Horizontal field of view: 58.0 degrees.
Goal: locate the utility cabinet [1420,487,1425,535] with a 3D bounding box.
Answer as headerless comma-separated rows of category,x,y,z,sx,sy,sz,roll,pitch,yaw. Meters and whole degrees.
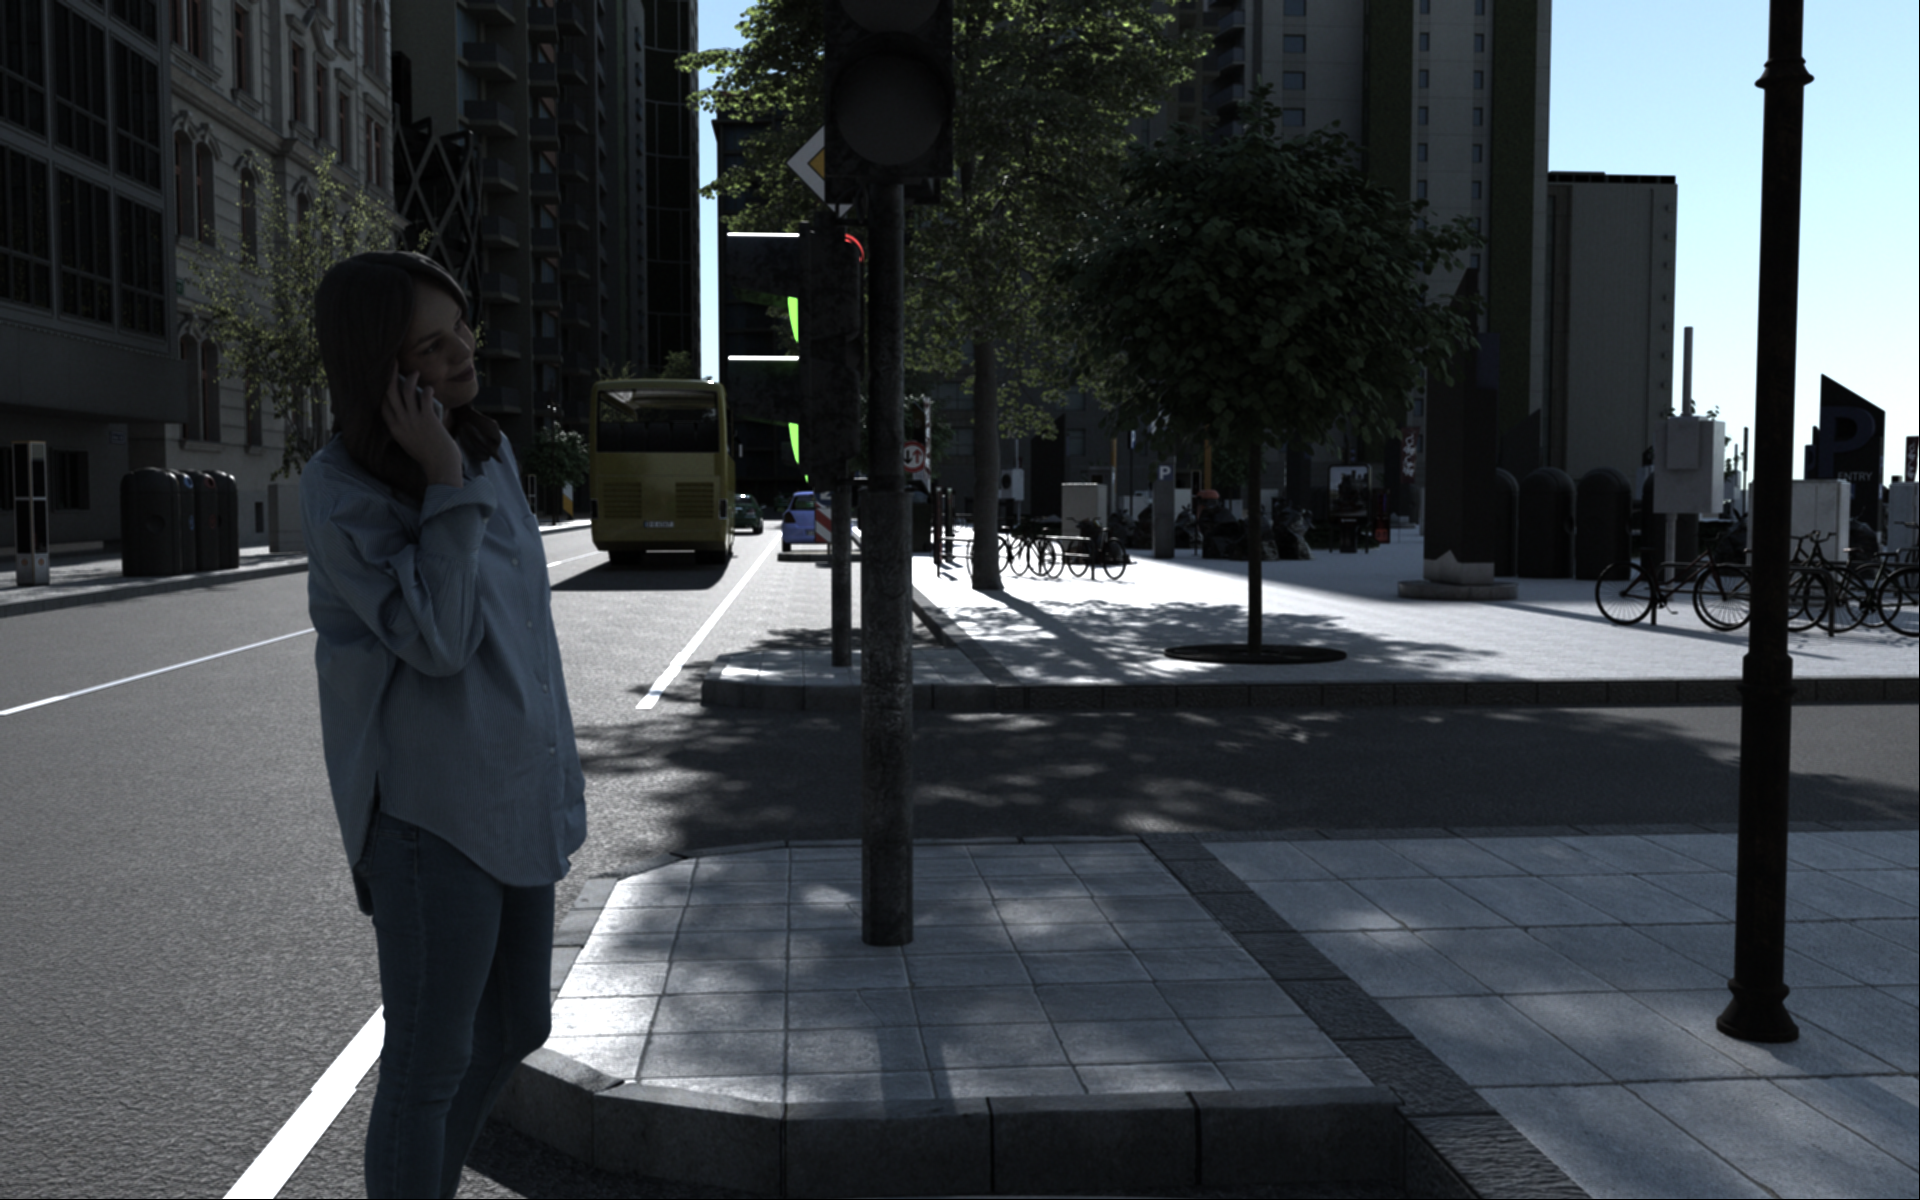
utility cabinet,14.444,-2.762,53.832,0.318,1.500,1.173,1,4,14

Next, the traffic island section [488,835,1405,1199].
traffic island section,-0.186,1.058,4.982,2.009,0.180,2.903,0,4,-5

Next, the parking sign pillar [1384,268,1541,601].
parking sign pillar,6.180,-2.014,21.397,1.447,3.967,1.447,0,4,-5

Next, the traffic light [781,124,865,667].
traffic light,-0.902,-1.462,12.821,0.839,4.253,0.868,0,4,-5

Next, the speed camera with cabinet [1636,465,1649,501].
speed camera with cabinet,22.915,-3.767,55.929,2.038,3.252,0.660,-1,4,-9

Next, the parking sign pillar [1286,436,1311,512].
parking sign pillar,12.400,-4.586,63.459,1.447,3.967,1.447,-1,4,-12

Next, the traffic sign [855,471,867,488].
traffic sign,-4.820,-5.225,85.532,0.768,2.556,0.104,0,4,0

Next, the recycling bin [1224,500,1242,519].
recycling bin,12.408,-4.042,78.644,0.722,1.027,0.722,0,4,1

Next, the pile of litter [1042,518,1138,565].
pile of litter,2.370,-1.093,31.831,1.719,0.858,1.176,1,4,19

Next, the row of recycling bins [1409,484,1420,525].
row of recycling bins,19.166,-4.095,74.069,1.069,1.692,3.534,1,4,12

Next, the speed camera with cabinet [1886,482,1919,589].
speed camera with cabinet,13.749,-1.785,23.517,2.038,3.252,0.660,0,4,-6

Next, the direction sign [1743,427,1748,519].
direction sign,26.598,-4.079,58.697,0.379,3.537,0.876,2,4,31

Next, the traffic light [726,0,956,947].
traffic light,-0.227,-0.975,4.865,0.839,4.253,0.868,0,4,-5

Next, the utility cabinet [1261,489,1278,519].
utility cabinet,14.121,-4.376,80.225,1.173,1.500,0.318,0,4,-5

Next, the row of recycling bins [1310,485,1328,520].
row of recycling bins,16.280,-4.195,75.708,1.069,1.692,3.534,-1,4,-17

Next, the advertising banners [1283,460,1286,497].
advertising banners,15.104,-5.166,80.646,0.090,3.025,2.074,1,4,13

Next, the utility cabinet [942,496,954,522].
utility cabinet,-0.653,-3.805,73.372,0.306,1.237,1.020,-2,4,-31

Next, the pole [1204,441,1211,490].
pole,6.259,-3.055,43.791,0.158,3.312,0.155,0,3,0

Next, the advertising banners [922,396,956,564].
advertising banners,-0.398,-2.188,31.958,0.090,3.025,2.074,1,4,15

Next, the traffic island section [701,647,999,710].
traffic island section,-0.861,0.571,12.939,2.009,0.180,2.903,0,4,-5

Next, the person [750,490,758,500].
person,-19.254,-9.276,160.190,1.348,1.821,0.705,2,4,24

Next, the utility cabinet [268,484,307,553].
utility cabinet,-14.386,-1.761,37.468,0.318,1.500,1.173,2,4,28

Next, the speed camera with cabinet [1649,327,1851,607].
speed camera with cabinet,9.269,-1.588,20.293,2.038,3.252,0.660,3,4,37

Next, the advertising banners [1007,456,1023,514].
advertising banners,2.131,-5.185,80.955,2.074,3.025,0.090,3,5,43

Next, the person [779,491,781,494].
person,-16.813,-9.334,162.053,0.756,1.711,0.436,-2,4,-28

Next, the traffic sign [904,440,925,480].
traffic sign,-1.126,-2.517,41.264,0.768,2.556,0.104,0,4,3

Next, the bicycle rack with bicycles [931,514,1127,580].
bicycle rack with bicycles,0.884,-0.805,26.552,2.852,0.926,2.925,-1,4,-23

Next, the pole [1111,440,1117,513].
pole,5.543,-4.205,62.593,0.158,3.312,0.155,0,3,0

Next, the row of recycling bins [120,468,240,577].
row of recycling bins,-12.814,-1.305,28.449,1.069,1.692,3.534,0,4,-4

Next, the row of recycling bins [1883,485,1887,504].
row of recycling bins,39.600,-4.179,75.444,1.069,1.692,3.534,-3,5,-40

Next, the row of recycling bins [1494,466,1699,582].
row of recycling bins,9.389,-1.174,26.301,3.534,1.692,1.069,3,5,40

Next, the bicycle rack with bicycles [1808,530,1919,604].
bicycle rack with bicycles,12.709,-0.492,21.432,2.925,0.926,2.852,-3,4,-36

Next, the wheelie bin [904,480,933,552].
wheelie bin,-0.983,-1.853,38.206,0.693,1.594,0.980,-2,4,-32

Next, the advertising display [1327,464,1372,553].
advertising display,8.465,-1.986,37.679,0.974,1.923,0.123,3,4,39

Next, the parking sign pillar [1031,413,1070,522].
parking sign pillar,3.022,-4.245,57.882,1.447,3.967,1.447,2,4,32

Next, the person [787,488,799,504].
person,-8.384,-4.929,89.766,1.217,1.739,0.721,-1,4,-22

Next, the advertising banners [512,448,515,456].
advertising banners,-17.769,-4.239,65.493,2.074,3.025,0.090,1,4,9

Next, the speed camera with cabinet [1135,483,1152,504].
speed camera with cabinet,9.518,-5.670,87.034,0.660,3.252,2.038,-2,4,-24

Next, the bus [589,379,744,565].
bus,-6.265,-2.842,38.018,2.896,3.916,12.252,0,4,-7

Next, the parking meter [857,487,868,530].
parking meter,-3.518,-3.311,62.550,0.372,1.533,0.369,0,3,0

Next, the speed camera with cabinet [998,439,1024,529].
speed camera with cabinet,1.483,-4.186,62.777,0.660,3.252,2.038,-2,4,-35

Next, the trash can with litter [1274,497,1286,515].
trash can with litter,12.947,-3.477,68.236,1.055,1.170,0.624,-2,4,-28

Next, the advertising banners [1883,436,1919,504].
advertising banners,28.467,-3.470,52.922,0.090,3.025,2.074,-1,4,-14

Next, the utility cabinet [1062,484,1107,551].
utility cabinet,2.705,-1.767,37.571,0.318,1.500,1.173,-3,4,-37

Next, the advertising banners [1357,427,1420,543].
advertising banners,10.905,-2.981,44.921,2.074,3.025,0.090,0,4,-4

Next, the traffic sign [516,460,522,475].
traffic sign,-16.136,-3.802,62.265,0.768,2.556,0.104,0,4,3

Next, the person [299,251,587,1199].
person,-0.845,0.365,2.795,0.793,1.790,0.793,-1,4,-23

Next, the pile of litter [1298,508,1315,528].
pile of litter,10.877,-2.414,53.436,1.176,0.858,1.719,0,4,4

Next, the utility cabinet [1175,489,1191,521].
utility cabinet,9.088,-3.845,71.551,1.173,1.500,0.318,-2,4,-33

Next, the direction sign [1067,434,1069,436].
direction sign,3.878,-4.441,64.613,0.379,3.537,0.876,2,4,29

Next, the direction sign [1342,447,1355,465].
direction sign,18.679,-5.589,83.377,0.876,3.537,0.379,-2,4,-33

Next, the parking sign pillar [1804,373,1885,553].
parking sign pillar,19.667,-3.048,38.300,1.447,3.967,1.447,3,5,39

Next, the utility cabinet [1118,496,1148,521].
utility cabinet,5.724,-2.819,57.250,1.020,1.237,0.306,-2,4,-31
